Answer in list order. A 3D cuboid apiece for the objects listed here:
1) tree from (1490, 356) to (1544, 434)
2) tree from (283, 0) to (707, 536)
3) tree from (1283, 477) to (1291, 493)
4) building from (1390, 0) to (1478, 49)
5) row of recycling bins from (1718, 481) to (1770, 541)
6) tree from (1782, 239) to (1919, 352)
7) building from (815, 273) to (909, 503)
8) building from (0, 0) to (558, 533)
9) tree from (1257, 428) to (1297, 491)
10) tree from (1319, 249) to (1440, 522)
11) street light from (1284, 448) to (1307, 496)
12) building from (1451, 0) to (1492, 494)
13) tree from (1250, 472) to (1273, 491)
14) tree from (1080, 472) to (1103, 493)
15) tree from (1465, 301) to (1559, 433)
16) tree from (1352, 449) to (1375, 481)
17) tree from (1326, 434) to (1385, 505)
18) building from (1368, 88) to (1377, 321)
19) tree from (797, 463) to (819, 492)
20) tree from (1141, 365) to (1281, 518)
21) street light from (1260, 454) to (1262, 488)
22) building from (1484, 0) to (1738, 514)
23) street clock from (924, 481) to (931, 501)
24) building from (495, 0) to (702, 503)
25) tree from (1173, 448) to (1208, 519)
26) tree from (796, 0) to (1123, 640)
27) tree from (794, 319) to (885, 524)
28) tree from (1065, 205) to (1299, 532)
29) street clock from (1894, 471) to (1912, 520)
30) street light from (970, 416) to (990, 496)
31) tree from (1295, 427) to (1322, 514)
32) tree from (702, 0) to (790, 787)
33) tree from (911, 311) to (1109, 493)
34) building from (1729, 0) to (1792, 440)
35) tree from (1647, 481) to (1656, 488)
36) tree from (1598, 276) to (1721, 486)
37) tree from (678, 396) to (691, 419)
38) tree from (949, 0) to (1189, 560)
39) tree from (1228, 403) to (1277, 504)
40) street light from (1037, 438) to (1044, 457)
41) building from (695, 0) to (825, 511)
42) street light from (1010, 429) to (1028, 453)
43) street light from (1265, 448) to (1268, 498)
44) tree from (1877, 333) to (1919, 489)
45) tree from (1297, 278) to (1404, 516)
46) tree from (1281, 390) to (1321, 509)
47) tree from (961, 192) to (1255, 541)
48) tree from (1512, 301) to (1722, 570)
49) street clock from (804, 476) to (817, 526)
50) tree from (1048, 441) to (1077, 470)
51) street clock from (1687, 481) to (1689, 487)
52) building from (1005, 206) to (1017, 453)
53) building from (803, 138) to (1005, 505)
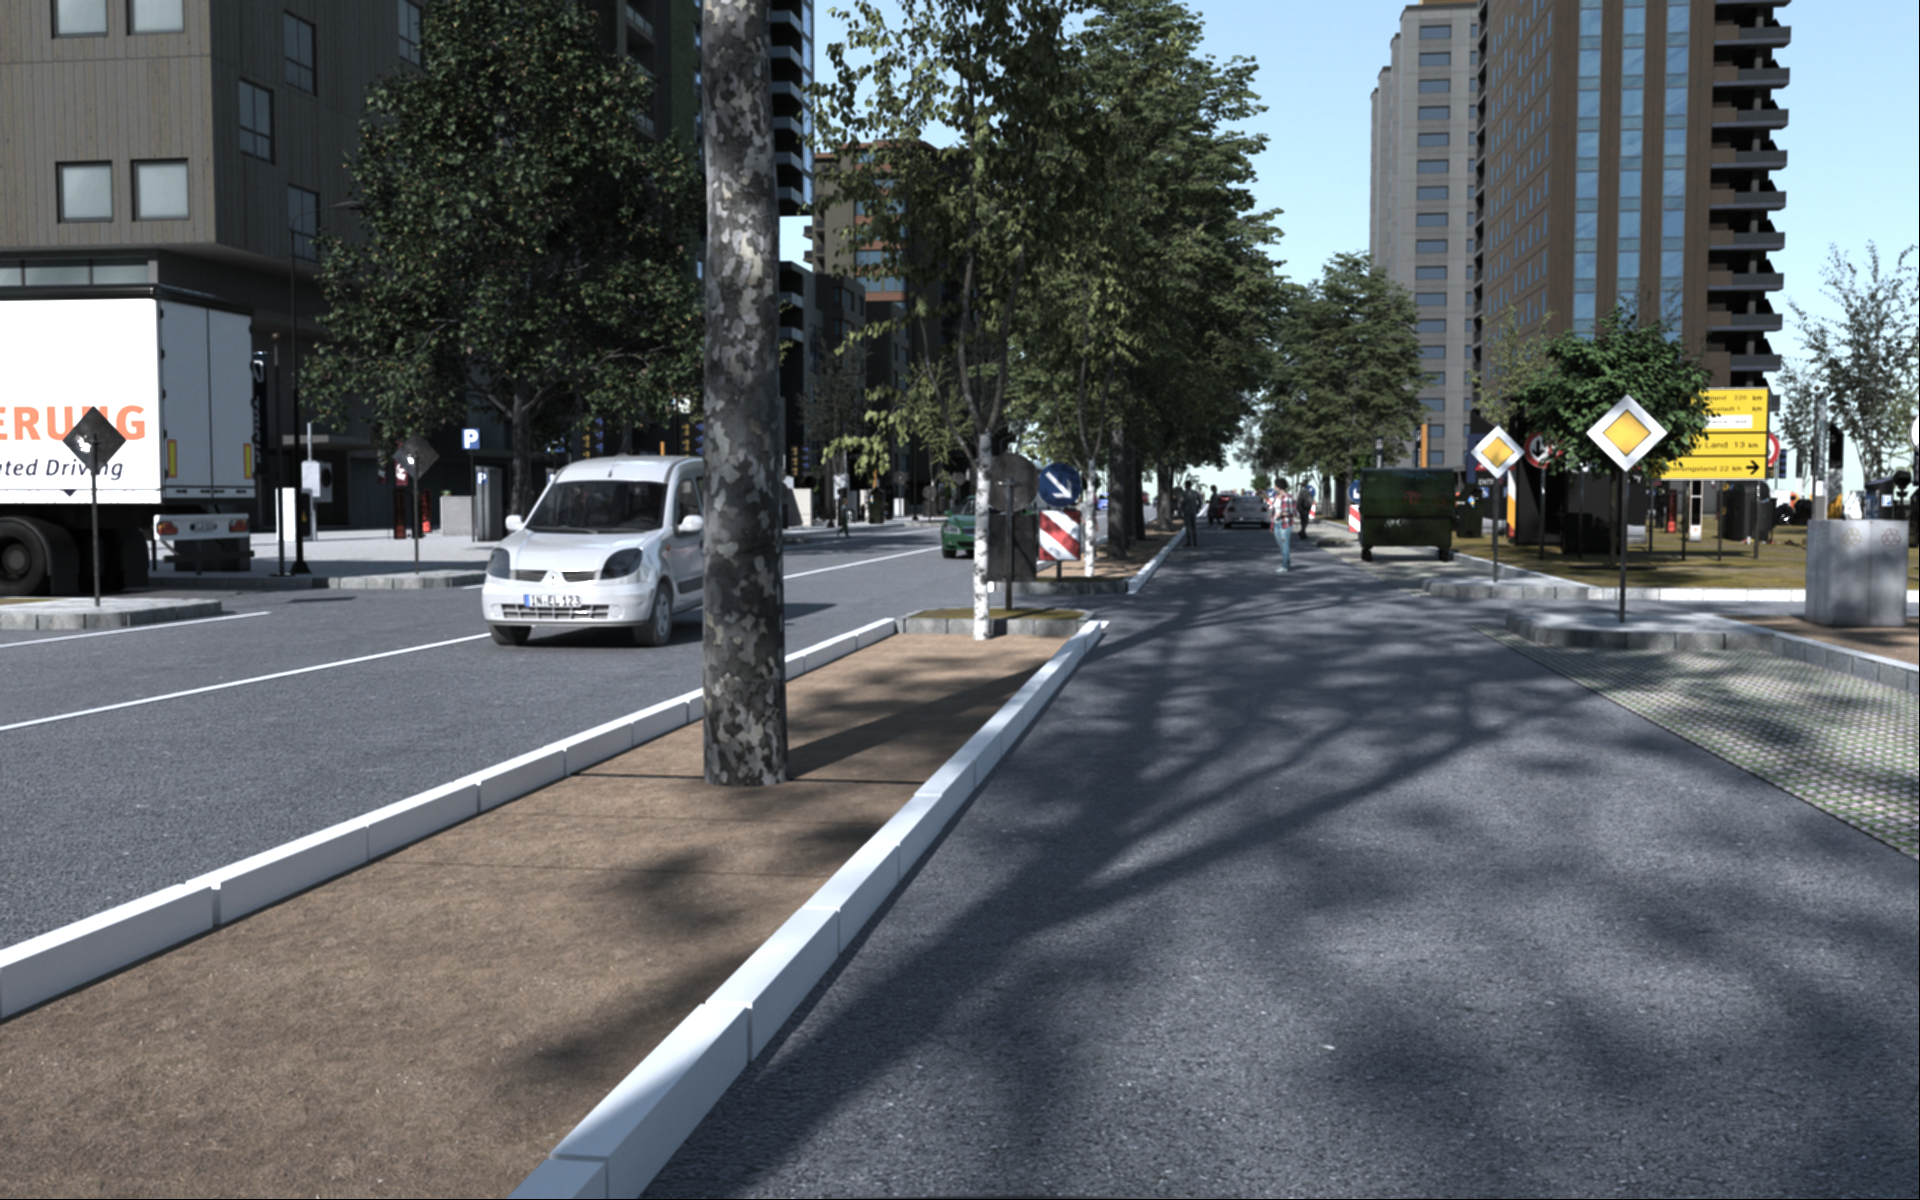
[{"bbox_3d":[29.891,-8.616,91.240,4.360,8.622,3.978,0,3,0],"label":"tree"},{"bbox_3d":[-9.249,-7.317,36.643,9.611,12.733,9.660,0,3,0],"label":"tree"},{"bbox_3d":[35.711,-11.998,190.773,1.663,3.219,1.824,0,3,0],"label":"tree"},{"bbox_3d":[62.826,-40.886,210.492,21.231,58.520,28.212,1,4,8],"label":"building"},{"bbox_3d":[21.934,-2.525,48.396,1.069,1.692,3.534,1,4,16],"label":"row of recycling bins"},{"bbox_3d":[25.739,-6.057,49.400,4.360,8.622,3.978,0,3,0],"label":"tree"},{"bbox_3d":[-20.667,-18.795,152.330,27.650,21.520,28.899,1,4,8],"label":"building"},{"bbox_3d":[-33.228,-29.072,64.560,28.713,52.752,27.495,1,4,8],"label":"building"},{"bbox_3d":[31.382,-13.450,170.266,4.360,8.622,3.978,0,3,0],"label":"tree"},{"bbox_3d":[18.565,-9.945,80.728,7.486,12.596,7.792,0,3,0],"label":"tree"},{"bbox_3d":[23.143,-8.920,118.388,1.470,5.913,1.316,1,4,8],"label":"street light"},{"bbox_3d":[52.916,-43.220,144.899,20.563,71.187,20.611,1,4,8],"label":"building"},{"bbox_3d":[42.879,-16.031,245.816,4.285,4.588,4.351,0,3,0],"label":"tree"},{"bbox_3d":[16.151,-14.228,216.343,4.285,4.588,4.351,0,3,0],"label":"tree"},{"bbox_3d":[21.216,-7.029,65.292,4.737,8.622,4.395,0,3,0],"label":"tree"},{"bbox_3d":[17.091,-4.822,73.435,1.663,3.219,1.824,0,3,0],"label":"tree"},{"bbox_3d":[20.133,-6.360,87.707,4.285,4.588,4.351,0,3,0],"label":"tree"},{"bbox_3d":[67.061,-42.604,238.573,21.231,58.520,28.212,1,4,8],"label":"building"},{"bbox_3d":[-8.288,-6.031,93.203,1.663,3.219,1.824,0,3,0],"label":"tree"},{"bbox_3d":[8.853,-8.342,73.265,8.767,10.594,7.601,1,4,8],"label":"tree"},{"bbox_3d":[35.173,-13.877,199.421,1.470,5.913,1.316,1,4,8],"label":"street light"},{"bbox_3d":[47.447,-29.266,128.617,14.600,45.320,14.200,1,4,8],"label":"building"},{"bbox_3d":[-1.820,-5.782,99.104,0.471,2.002,0.358,-1,4,-13],"label":"street clock"},{"bbox_3d":[-22.693,-25.004,92.403,14.154,41.232,14.086,1,4,8],"label":"building"},{"bbox_3d":[12.542,-8.926,98.760,4.360,8.622,3.978,0,3,0],"label":"tree"},{"bbox_3d":[0.205,-3.922,16.948,4.737,8.622,4.395,0,3,0],"label":"tree"},{"bbox_3d":[-5.168,-7.522,73.341,4.360,8.622,3.978,0,3,0],"label":"tree"},{"bbox_3d":[7.675,-9.499,64.428,9.857,13.997,8.962,0,3,0],"label":"tree"},{"bbox_3d":[29.335,-3.020,53.947,0.471,2.002,0.358,0,4,-7],"label":"street clock"},{"bbox_3d":[1.183,-8.016,103.603,1.470,5.913,1.316,1,4,8],"label":"street light"},{"bbox_3d":[23.248,-9.869,111.717,4.737,8.622,4.395,0,3,0],"label":"tree"},{"bbox_3d":[0.011,-9.092,6.993,12.611,20.169,13.585,0,3,0],"label":"tree"},{"bbox_3d":[1.570,-12.455,114.004,12.009,13.543,11.850,0,3,0],"label":"tree"},{"bbox_3d":[44.994,-28.412,114.652,14.600,45.320,14.200,1,4,8],"label":"building"},{"bbox_3d":[31.753,-8.041,81.828,4.737,8.622,4.395,0,3,0],"label":"tree"},{"bbox_3d":[23.618,-6.673,59.463,4.360,8.622,3.978,0,3,0],"label":"tree"},{"bbox_3d":[-7.381,-6.472,56.186,4.737,8.622,4.395,0,3,0],"label":"tree"},{"bbox_3d":[3.439,-7.111,36.857,7.486,12.596,7.792,0,3,0],"label":"tree"},{"bbox_3d":[39.684,-19.203,224.335,12.009,13.543,11.850,0,3,0],"label":"tree"},{"bbox_3d":[6.867,-10.348,141.733,1.470,5.913,1.316,1,4,8],"label":"street light"},{"bbox_3d":[-21.963,-49.378,120.001,22.319,86.520,31.000,1,4,8],"label":"building"},{"bbox_3d":[4.092,-9.198,122.923,1.470,5.913,1.316,1,4,8],"label":"street light"},{"bbox_3d":[31.533,-12.381,174.967,1.470,5.913,1.316,1,4,8],"label":"street light"},{"bbox_3d":[42.290,-7.670,75.762,4.737,8.622,4.395,0,3,0],"label":"tree"},{"bbox_3d":[21.609,-11.923,101.595,9.857,13.997,8.962,0,3,0],"label":"tree"},{"bbox_3d":[28.407,-12.857,144.627,7.601,10.594,8.767,1,4,19],"label":"tree"},{"bbox_3d":[5.434,-7.640,53.130,9.928,11.665,9.643,0,3,0],"label":"tree"},{"bbox_3d":[11.252,-2.818,29.786,4.285,4.588,4.351,0,3,0],"label":"tree"},{"bbox_3d":[-5.962,-3.954,69.211,0.471,2.002,0.358,2,4,28],"label":"street clock"},{"bbox_3d":[10.558,-13.918,177.914,4.360,8.622,3.978,0,3,0],"label":"tree"},{"bbox_3d":[28.715,-3.878,67.970,0.471,2.002,0.358,-2,4,-27],"label":"street clock"},{"bbox_3d":[-3.663,-36.083,244.576,22.147,44.769,28.867,1,4,8],"label":"building"},{"bbox_3d":[-7.447,-34.335,216.008,22.147,44.769,28.867,1,4,8],"label":"building"}]
